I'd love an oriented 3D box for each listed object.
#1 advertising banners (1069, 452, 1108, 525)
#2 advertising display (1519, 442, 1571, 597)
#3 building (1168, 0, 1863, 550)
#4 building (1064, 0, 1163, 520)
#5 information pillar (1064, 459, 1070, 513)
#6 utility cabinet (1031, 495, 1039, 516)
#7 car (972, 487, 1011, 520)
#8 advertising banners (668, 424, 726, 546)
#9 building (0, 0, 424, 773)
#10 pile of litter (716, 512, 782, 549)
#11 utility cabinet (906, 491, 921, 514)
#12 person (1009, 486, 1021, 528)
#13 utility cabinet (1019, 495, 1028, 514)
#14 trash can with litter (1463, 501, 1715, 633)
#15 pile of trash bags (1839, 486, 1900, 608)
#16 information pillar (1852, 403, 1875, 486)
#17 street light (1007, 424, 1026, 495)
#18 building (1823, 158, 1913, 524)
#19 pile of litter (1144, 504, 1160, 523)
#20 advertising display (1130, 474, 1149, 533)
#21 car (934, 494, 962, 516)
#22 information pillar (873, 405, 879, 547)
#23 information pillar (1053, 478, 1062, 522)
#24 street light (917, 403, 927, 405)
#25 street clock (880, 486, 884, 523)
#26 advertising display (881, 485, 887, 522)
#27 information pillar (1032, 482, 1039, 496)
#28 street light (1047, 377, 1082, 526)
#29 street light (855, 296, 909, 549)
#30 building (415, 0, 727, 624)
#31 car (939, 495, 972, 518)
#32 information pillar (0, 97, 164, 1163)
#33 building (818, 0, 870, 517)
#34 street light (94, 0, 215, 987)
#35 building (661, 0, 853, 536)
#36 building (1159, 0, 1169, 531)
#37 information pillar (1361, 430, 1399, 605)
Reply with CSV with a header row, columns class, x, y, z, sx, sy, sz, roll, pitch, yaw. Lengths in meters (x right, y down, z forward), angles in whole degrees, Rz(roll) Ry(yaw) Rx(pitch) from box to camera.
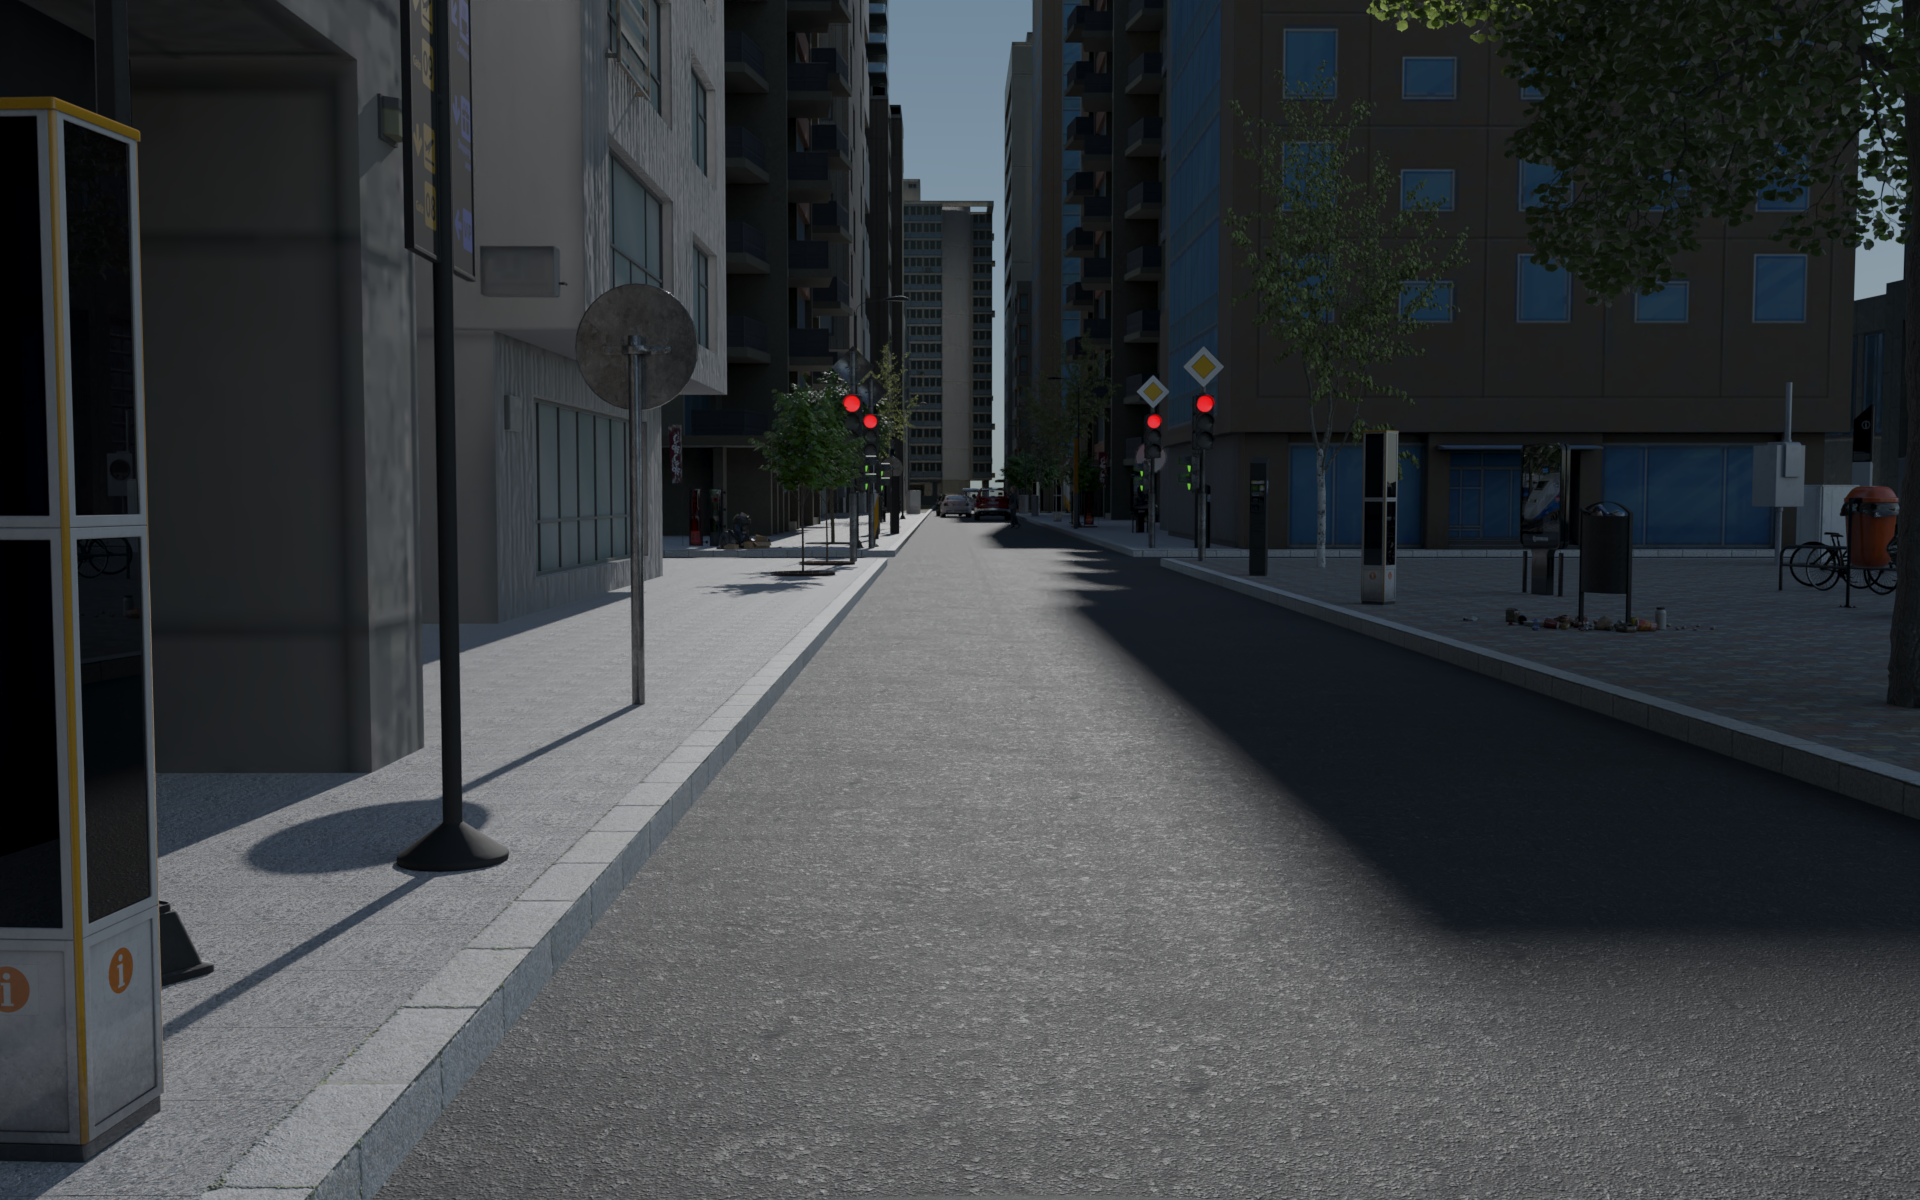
class,x,y,z,sx,sy,sz,roll,pitch,yaw
advertising banners,5.365,-4.644,72.118,2.074,3.025,0.090,3,5,44
advertising display,7.431,-1.029,22.045,0.123,1.923,0.974,-1,4,-12
building,13.207,-24.166,45.230,14.200,45.320,14.600,0,4,0
building,17.010,-26.781,92.490,22.147,44.769,28.867,0,4,0
information pillar,7.066,-7.545,114.707,0.183,3.616,0.504,-3,5,-41
utility cabinet,4.331,-5.418,99.751,0.306,1.237,1.020,1,4,11
car,1.800,-5.353,96.199,2.281,1.827,5.304,0,4,0
advertising banners,-6.520,-2.851,42.809,2.074,3.025,0.090,3,5,40
building,-12.875,-34.479,1.990,20.563,71.187,20.611,0,4,0
pile of litter,-4.972,-1.641,40.802,1.719,0.858,1.176,-2,4,-24
utility cabinet,-2.918,-6.080,108.090,0.318,1.500,1.173,2,4,32
person,2.283,-3.885,72.445,0.534,1.772,0.576,0,4,-4
utility cabinet,4.146,-6.227,112.968,0.306,1.237,1.020,-1,4,-18
trash can with litter,5.978,-0.352,16.816,1.678,1.210,2.233,-3,4,-37
pile of trash bags,10.581,-0.519,18.231,1.912,1.369,3.447,-1,4,-13
information pillar,23.388,-3.274,44.887,0.183,3.616,0.504,-3,4,-36
street light,3.815,-8.702,114.823,1.470,5.913,1.316,0,4,0
building,43.767,-45.032,48.945,31.000,86.520,22.319,0,4,0
pile of litter,8.791,-3.924,78.127,1.719,0.858,1.176,2,4,35
advertising display,5.965,-3.187,57.315,0.123,1.923,0.974,3,5,40
car,-0.696,-6.344,113.505,2.009,1.686,4.222,0,4,0
information pillar,-2.079,-3.094,41.946,0.183,3.616,0.504,1,4,11
information pillar,4.552,-4.663,80.728,0.304,2.012,0.304,-1,4,-20
street light,-2.376,-7.063,88.025,1.470,5.913,1.316,0,4,0
street clock,-3.622,-4.500,78.148,0.471,2.002,0.358,0,4,1
advertising display,-3.506,-4.553,79.649,0.123,1.923,0.974,-1,4,-11
information pillar,4.577,-6.147,104.988,0.304,2.012,0.304,2,4,28
street light,4.156,-5.874,68.585,1.470,5.913,1.316,0,4,0
street light,-1.901,-4.173,40.774,1.470,5.913,1.316,0,4,0
building,-10.603,-20.737,22.646,14.086,41.232,14.154,0,4,0
car,-0.255,-5.790,107.033,2.083,1.381,4.827,0,4,-2
information pillar,-1.812,0.066,3.410,0.304,2.012,0.304,0,4,3
building,-19.123,-31.239,99.990,28.713,52.752,27.495,0,4,0
street light,-1.643,-1.950,4.423,1.470,5.913,1.316,0,4,0
building,-15.496,-25.047,64.148,22.147,44.769,28.867,0,4,0
building,14.180,-17.845,63.470,14.160,30.474,14.107,0,4,0
information pillar,4.874,-0.956,20.123,0.304,2.012,0.304,3,5,41
